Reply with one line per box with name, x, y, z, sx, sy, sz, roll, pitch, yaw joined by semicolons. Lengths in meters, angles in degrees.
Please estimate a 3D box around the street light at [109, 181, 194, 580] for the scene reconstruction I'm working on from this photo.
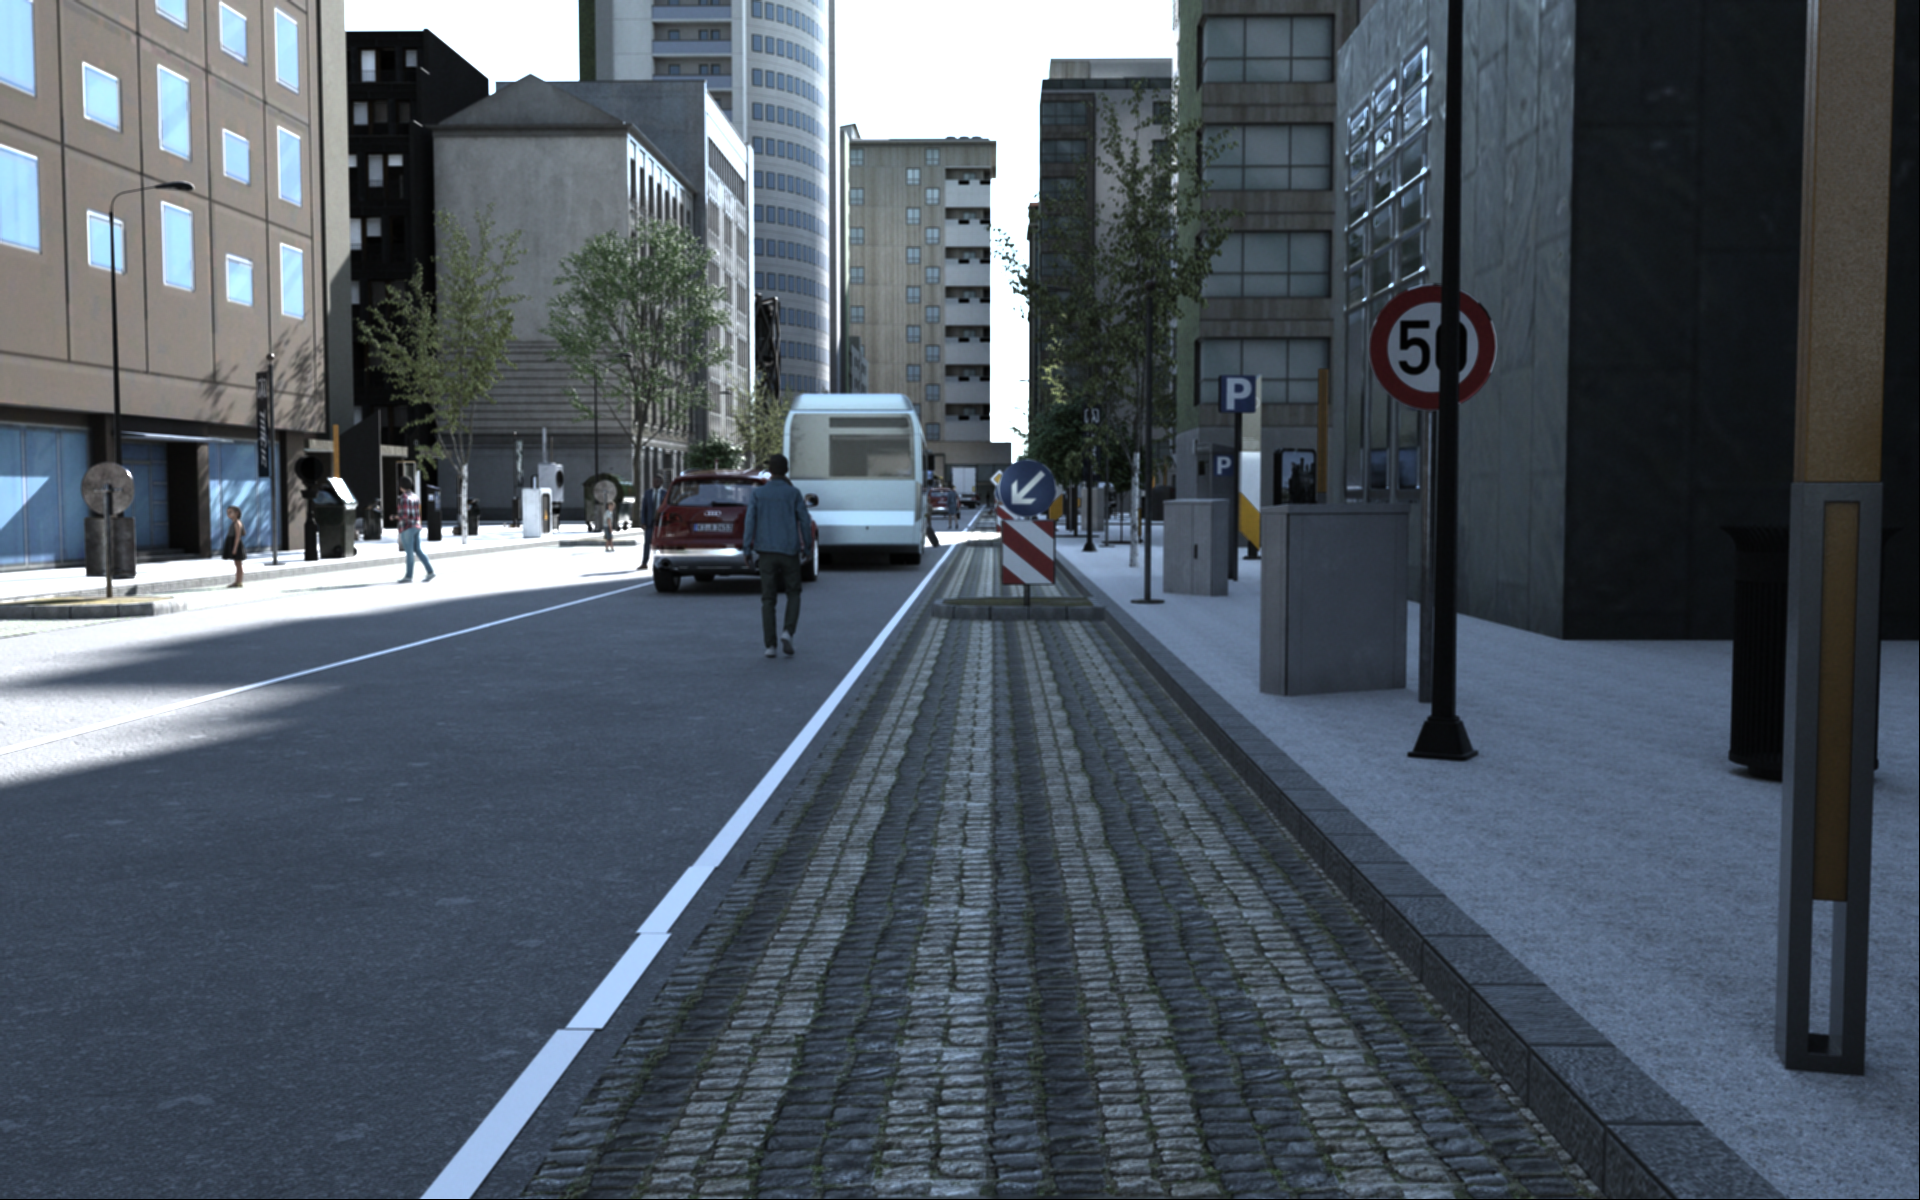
street light;-12.086;-3.264;25.906;1.470;5.913;1.316;0;4;1

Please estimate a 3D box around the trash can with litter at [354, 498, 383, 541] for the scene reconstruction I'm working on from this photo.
trash can with litter;-16.522;-2.234;47.908;1.055;1.170;0.624;-1;4;-8

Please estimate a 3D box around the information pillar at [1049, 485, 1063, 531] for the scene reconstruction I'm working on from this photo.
information pillar;3.333;-4.217;60.297;0.504;3.616;0.183;0;4;-6

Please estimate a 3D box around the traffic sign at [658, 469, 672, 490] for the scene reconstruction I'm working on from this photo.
traffic sign;-12.004;-4.182;70.499;0.606;2.300;0.079;0;4;2

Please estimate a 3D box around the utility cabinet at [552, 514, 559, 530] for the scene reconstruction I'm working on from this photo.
utility cabinet;-14.893;-3.237;61.609;1.173;1.500;0.318;0;4;-7

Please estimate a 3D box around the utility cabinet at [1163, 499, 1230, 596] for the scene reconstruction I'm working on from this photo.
utility cabinet;3.012;-0.675;22.200;0.306;1.237;1.020;-2;4;-30

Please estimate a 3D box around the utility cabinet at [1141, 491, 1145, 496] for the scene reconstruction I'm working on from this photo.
utility cabinet;11.711;-6.201;110.072;0.318;1.500;1.173;1;4;17

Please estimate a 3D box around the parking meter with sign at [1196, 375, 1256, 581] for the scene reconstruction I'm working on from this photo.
parking meter with sign;3.908;-1.838;26.307;0.543;3.016;1.738;-1;4;-11

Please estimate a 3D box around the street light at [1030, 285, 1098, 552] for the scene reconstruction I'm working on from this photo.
street light;2.360;-4.041;38.611;1.470;5.913;1.316;0;4;1

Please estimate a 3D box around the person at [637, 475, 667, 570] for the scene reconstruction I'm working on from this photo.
person;-5.822;-1.491;33.053;0.721;1.800;0.419;-1;4;-11

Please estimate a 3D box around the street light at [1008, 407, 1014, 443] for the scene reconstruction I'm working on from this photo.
street light;3.428;-7.314;92.131;1.470;5.913;1.316;0;4;1

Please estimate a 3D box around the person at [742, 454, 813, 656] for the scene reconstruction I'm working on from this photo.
person;-1.602;-0.391;15.244;0.601;1.785;0.444;0;4;-2

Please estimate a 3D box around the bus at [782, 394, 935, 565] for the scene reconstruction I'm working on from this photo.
bus;-2.049;-2.661;38.368;2.948;3.499;13.247;0;4;-1

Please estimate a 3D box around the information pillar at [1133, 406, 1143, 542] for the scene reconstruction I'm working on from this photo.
information pillar;4.767;-3.376;46.545;0.183;3.616;0.504;-1;4;-14

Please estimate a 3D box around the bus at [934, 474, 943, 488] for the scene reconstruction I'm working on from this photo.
bus;-3.636;-13.270;208.504;2.896;3.916;12.252;0;4;3

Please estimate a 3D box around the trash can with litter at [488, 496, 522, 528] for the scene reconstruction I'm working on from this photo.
trash can with litter;-16.729;-3.320;65.338;1.678;1.210;2.233;-2;4;-32

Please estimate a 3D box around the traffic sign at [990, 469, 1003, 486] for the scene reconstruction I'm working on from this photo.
traffic sign;1.603;-4.079;70.338;0.795;2.450;0.064;0;4;1

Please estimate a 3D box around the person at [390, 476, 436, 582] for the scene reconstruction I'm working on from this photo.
person;-8.936;-1.157;28.247;0.643;1.720;0.563;0;4;8

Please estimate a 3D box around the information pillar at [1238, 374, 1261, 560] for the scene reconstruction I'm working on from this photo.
information pillar;5.676;-2.600;33.865;0.504;3.616;0.183;-2;4;-29

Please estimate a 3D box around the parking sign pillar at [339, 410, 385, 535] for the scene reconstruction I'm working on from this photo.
parking sign pillar;-19.179;-4.090;55.345;1.447;3.967;1.447;-1;4;-13

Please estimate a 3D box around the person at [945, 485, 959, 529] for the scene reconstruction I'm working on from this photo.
person;-0.317;-3.826;71.076;0.581;1.822;0.654;-1;4;-21

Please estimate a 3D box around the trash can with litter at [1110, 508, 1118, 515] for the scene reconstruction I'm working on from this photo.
trash can with litter;9.028;-5.731;104.752;1.678;1.210;2.233;1;4;11

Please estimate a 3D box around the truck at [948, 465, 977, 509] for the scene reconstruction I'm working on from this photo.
truck;0.299;-11.215;172.283;2.839;4.237;11.283;0;4;-1

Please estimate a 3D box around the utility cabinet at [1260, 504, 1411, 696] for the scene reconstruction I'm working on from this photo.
utility cabinet;2.443;-0.009;11.312;1.020;1.237;0.306;-2;4;-28

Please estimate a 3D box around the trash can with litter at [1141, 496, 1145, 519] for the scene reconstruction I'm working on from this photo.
trash can with litter;9.612;-4.842;90.556;0.624;1.170;1.055;1;4;21

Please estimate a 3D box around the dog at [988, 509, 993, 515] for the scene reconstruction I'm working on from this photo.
dog;1.881;-5.404;107.648;0.540;0.507;0.406;2;4;27

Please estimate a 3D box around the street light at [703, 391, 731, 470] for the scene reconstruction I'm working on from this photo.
street light;-11.031;-6.475;78.406;1.470;5.913;1.316;0;4;1

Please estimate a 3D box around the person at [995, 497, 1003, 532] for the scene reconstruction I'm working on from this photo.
person;1.570;-3.429;65.565;0.512;1.701;0.522;0;4;1

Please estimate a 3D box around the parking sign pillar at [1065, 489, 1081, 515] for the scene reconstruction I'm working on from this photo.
parking sign pillar;6.980;-7.250;107.002;1.447;3.967;1.447;-2;4;-24

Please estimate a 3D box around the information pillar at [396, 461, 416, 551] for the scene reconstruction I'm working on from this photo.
information pillar;-12.415;-2.102;38.859;0.304;2.012;0.304;3;5;40

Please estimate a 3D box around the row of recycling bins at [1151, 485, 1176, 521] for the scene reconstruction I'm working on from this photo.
row of recycling bins;9.827;-4.679;83.618;1.069;1.692;3.534;1;4;15

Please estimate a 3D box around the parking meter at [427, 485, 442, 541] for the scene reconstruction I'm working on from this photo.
parking meter;-14.394;-2.385;47.411;0.372;1.533;0.369;0;3;0

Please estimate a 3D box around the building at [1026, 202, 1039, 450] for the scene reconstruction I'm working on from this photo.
building;22.392;-36.410;249.923;28.867;44.769;22.147;0;4;1

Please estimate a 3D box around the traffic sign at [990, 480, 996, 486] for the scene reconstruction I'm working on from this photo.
traffic sign;1.757;-4.568;78.322;0.795;2.450;0.064;0;4;1

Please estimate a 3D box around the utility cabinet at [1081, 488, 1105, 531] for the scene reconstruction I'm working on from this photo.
utility cabinet;4.568;-3.120;59.696;0.318;1.500;1.173;-2;4;-24

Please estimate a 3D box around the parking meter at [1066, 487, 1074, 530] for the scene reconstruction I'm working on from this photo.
parking meter;3.960;-3.259;61.693;0.372;1.533;0.369;0;3;0

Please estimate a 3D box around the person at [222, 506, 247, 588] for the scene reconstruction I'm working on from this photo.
person;-11.084;-0.811;26.432;0.373;1.253;0.362;-2;4;-33

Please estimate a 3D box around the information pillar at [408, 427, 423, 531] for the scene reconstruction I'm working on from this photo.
information pillar;-19.014;-4.221;60.374;0.183;3.616;0.504;2;4;28

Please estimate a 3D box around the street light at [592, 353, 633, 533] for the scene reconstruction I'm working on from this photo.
street light;-11.497;-5.184;57.294;1.470;5.913;1.316;0;4;1

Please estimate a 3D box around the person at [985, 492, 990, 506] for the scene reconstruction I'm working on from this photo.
person;3.169;-11.704;200.683;0.721;1.723;1.217;2;4;24

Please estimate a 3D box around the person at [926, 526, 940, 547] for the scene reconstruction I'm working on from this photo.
person;-1.286;-2.314;46.545;1.509;1.804;0.699;-1;4;-11

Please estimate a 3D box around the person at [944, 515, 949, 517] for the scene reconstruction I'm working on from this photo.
person;-0.776;-6.022;107.162;0.606;1.804;0.583;-2;4;-28

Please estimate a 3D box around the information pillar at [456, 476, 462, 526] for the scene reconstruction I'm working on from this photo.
information pillar;-20.301;-4.039;70.530;0.304;2.012;0.304;-2;4;-30

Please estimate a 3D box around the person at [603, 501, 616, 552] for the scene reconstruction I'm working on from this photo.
person;-8.641;-1.807;42.728;0.352;1.250;0.332;2;4;23

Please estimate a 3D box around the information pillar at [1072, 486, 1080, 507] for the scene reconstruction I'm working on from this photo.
information pillar;7.062;-6.977;105.430;0.504;3.616;0.183;1;4;21

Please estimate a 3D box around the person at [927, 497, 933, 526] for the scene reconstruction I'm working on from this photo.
person;-1.258;-3.312;66.922;0.475;1.303;0.640;0;4;5

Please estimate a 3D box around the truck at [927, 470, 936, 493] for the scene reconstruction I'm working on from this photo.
truck;-3.712;-11.577;179.036;2.967;4.110;18.799;0;4;1

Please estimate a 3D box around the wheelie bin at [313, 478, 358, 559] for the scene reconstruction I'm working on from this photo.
wheelie bin;-12.522;-1.638;34.690;0.693;1.594;0.980;0;4;6

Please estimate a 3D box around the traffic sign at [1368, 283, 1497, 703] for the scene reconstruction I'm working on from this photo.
traffic sign;2.868;-0.642;10.595;0.768;2.556;0.104;0;4;4

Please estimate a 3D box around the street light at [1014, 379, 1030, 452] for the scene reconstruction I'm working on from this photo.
street light;3.030;-5.968;70.124;1.470;5.913;1.316;0;4;1

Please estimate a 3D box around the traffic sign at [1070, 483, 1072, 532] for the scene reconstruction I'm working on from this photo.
traffic sign;3.777;-3.598;58.927;0.768;2.556;0.104;1;4;10

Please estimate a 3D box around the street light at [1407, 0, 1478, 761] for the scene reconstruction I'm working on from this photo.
street light;1.828;-2.189;8.334;1.470;5.913;1.316;0;4;1

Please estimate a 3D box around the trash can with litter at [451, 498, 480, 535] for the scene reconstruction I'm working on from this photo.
trash can with litter;-15.383;-2.589;53.713;1.055;1.170;0.624;2;4;32
